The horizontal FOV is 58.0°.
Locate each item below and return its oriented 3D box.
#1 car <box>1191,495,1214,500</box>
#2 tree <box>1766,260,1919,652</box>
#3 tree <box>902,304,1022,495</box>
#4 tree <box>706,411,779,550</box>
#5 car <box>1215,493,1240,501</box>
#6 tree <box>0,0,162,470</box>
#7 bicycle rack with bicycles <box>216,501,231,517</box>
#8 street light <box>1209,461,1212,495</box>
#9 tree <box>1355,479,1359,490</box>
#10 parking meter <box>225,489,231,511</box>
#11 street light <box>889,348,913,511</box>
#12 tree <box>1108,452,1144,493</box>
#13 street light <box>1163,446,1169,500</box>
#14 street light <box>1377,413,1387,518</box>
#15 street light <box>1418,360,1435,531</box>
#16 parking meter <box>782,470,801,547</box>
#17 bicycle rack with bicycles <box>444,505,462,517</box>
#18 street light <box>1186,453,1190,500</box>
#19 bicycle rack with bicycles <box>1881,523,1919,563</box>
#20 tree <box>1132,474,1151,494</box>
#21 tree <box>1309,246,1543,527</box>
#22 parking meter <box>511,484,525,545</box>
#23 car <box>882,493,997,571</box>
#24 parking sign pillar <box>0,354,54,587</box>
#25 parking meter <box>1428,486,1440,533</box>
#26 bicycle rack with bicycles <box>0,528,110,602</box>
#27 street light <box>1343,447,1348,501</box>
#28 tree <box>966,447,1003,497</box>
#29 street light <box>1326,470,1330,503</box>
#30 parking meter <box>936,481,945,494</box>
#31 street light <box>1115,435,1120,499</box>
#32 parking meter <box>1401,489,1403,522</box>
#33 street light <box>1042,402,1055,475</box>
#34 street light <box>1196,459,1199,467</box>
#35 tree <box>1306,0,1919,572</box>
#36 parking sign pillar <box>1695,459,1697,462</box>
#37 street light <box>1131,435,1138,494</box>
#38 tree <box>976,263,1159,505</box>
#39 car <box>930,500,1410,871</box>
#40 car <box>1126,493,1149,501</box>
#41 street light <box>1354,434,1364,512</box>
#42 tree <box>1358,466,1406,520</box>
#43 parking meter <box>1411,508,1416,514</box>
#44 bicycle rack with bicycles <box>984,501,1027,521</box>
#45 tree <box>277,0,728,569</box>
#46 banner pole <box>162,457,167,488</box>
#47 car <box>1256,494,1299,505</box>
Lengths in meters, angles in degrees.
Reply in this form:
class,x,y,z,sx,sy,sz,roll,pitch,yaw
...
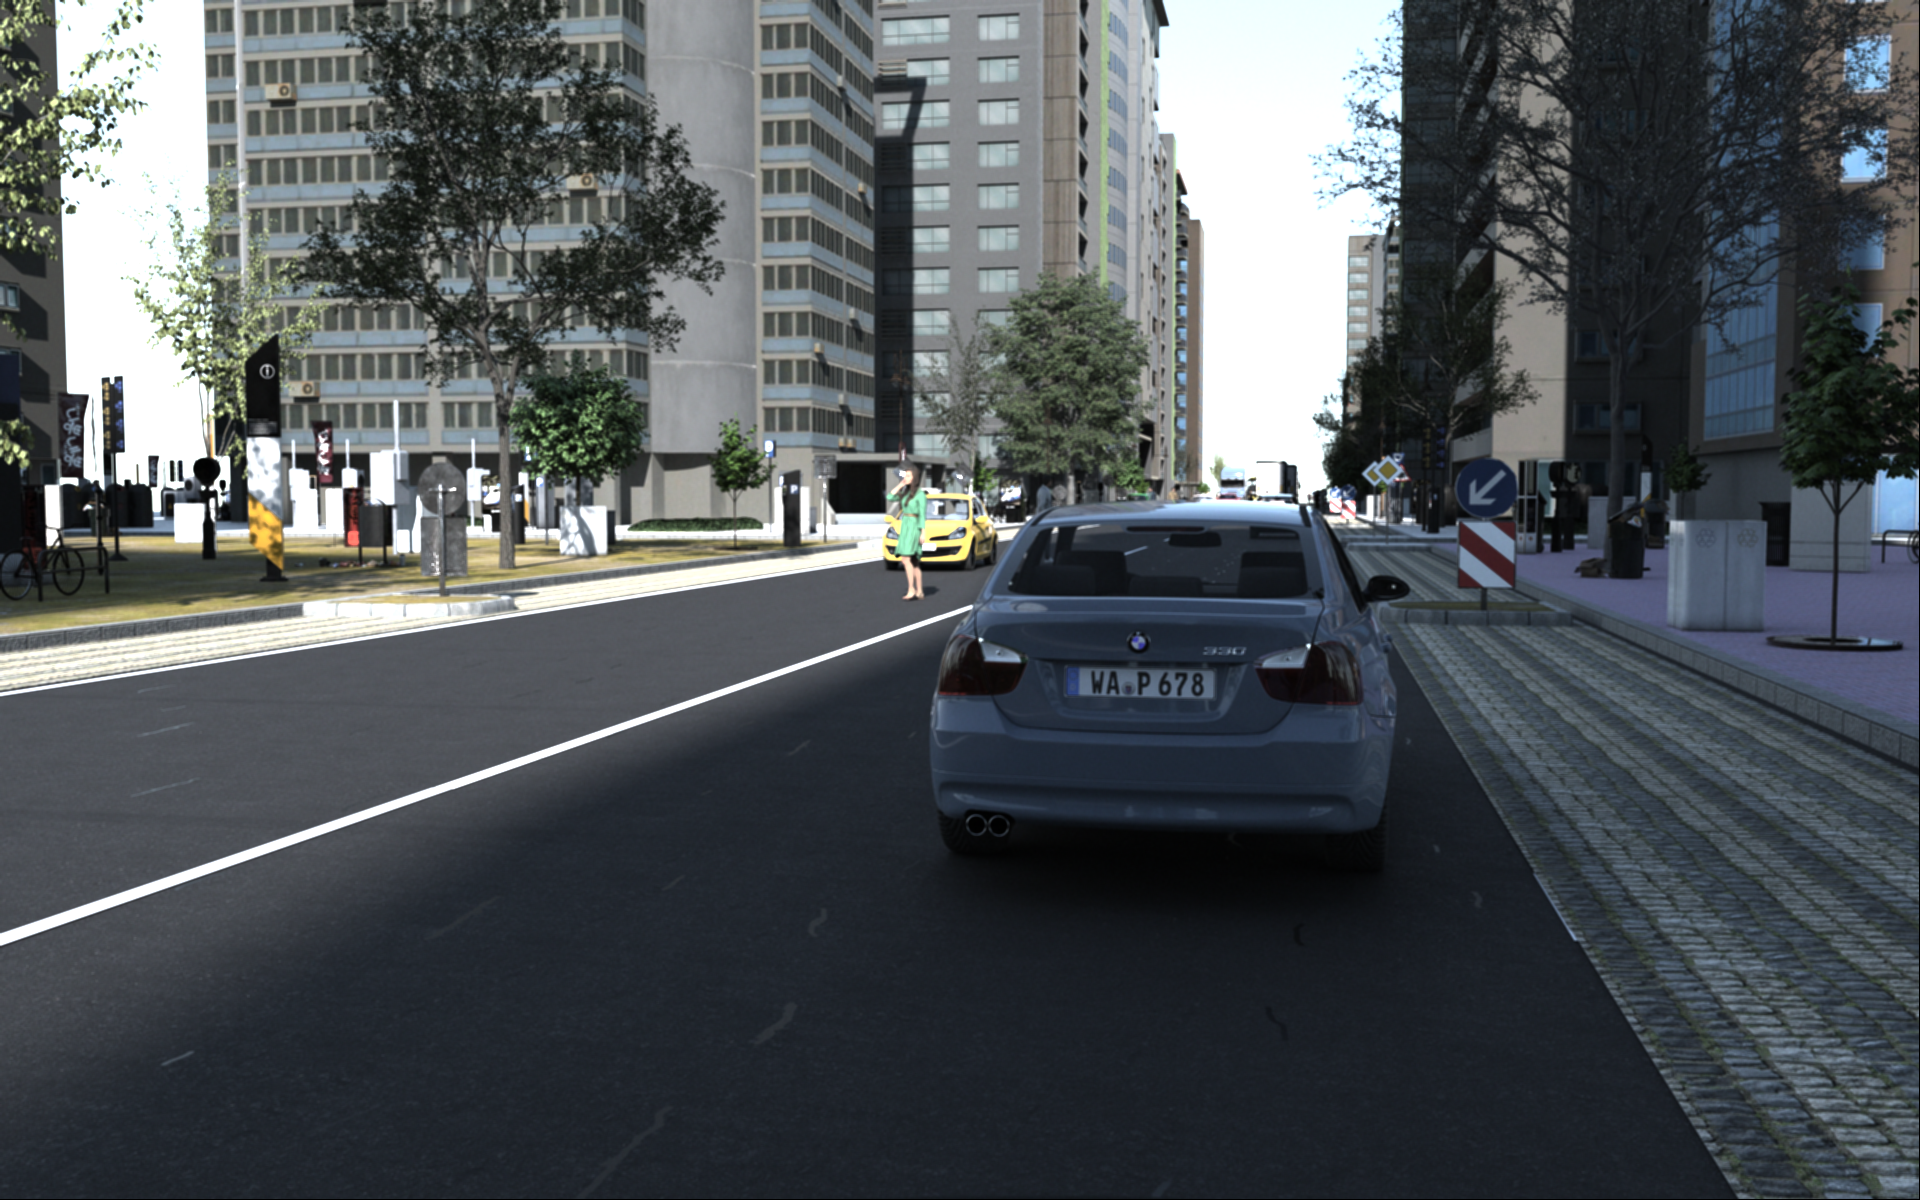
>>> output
class,x,y,z,sx,sy,sz,roll,pitch,yaw
car,16.280,-6.356,116.285,2.083,1.381,4.827,1,4,11
tree,7.273,-1.212,14.422,1.663,3.219,1.824,0,3,0
tree,0.187,-7.114,66.675,4.360,8.622,3.978,0,3,0
tree,-5.215,-2.775,39.976,1.663,3.219,1.824,0,3,0
car,23.002,-8.537,148.619,2.155,1.783,4.494,1,4,12
tree,-9.825,-4.000,15.762,4.737,8.622,4.395,0,3,0
bicycle rack with bicycles,-39.331,-4.782,91.572,2.925,0.926,2.852,-2,4,-25
street light,35.221,-16.567,243.658,0.468,5.910,1.993,1,4,11
tree,27.477,-7.509,117.371,1.663,3.219,1.824,0,3,0
parking meter,-39.673,-5.232,93.956,0.372,1.533,0.369,0,3,0
street light,-1.871,-5.031,55.039,0.468,5.910,1.993,1,4,11
tree,11.857,-8.673,125.509,4.285,4.588,4.351,0,3,0
street light,19.412,-11.659,163.419,0.468,5.910,1.993,1,4,11
street light,22.542,-7.331,92.650,0.468,5.910,1.993,1,4,11
street light,16.100,-5.329,59.914,0.468,5.910,1.993,1,4,11
parking meter,-4.063,-2.204,41.746,0.399,1.863,0.255,-2,4,-31
bicycle rack with bicycles,-17.977,-2.762,58.546,2.852,0.926,2.925,0,4,3
street light,25.756,-13.610,195.314,0.468,5.910,1.993,1,4,11
bicycle rack with bicycles,18.316,-1.120,31.693,2.852,0.926,2.925,0,4,-5
tree,14.798,-8.971,141.275,1.663,3.219,1.824,0,3,0
tree,18.257,-8.060,66.186,7.601,10.594,8.767,-3,4,-37
parking meter,-11.270,-2.181,44.072,0.372,1.533,0.369,0,3,0
car,-0.361,-1.438,33.733,2.015,1.641,3.980,1,4,10
parking sign pillar,-13.632,-2.198,24.404,1.447,3.967,1.447,-3,5,-40
parking meter,15.663,-2.988,57.266,0.372,1.533,0.369,0,3,0
bicycle rack with bicycles,-12.011,-0.485,21.319,2.852,0.926,2.925,0,4,-1
street light,37.122,-11.873,166.919,0.468,5.910,1.993,1,4,11
tree,0.659,-4.625,70.221,1.663,3.219,1.824,0,3,0
street light,59.689,-18.895,281.720,0.468,5.910,1.993,1,4,11
parking meter,-0.896,-4.468,78.766,0.399,1.863,0.255,1,4,18
street light,10.785,-8.961,119.303,0.468,5.910,1.993,1,4,11
parking meter,20.539,-4.442,81.044,0.372,1.533,0.369,0,3,0
street light,4.454,-7.010,87.406,0.468,5.910,1.993,1,4,11
street light,28.967,-14.615,211.746,0.468,5.910,1.993,1,4,11
tree,11.028,-7.234,28.650,12.009,13.543,11.850,0,3,0
parking sign pillar,29.874,-4.916,68.848,1.447,3.967,1.447,1,4,18
street light,13.210,-9.705,131.460,0.468,5.910,1.993,1,4,11
tree,5.986,-11.525,95.085,9.857,13.997,8.962,0,3,0
car,1.061,0.244,8.010,2.014,1.417,4.499,1,4,12
car,11.367,-6.249,110.968,1.959,1.807,4.718,1,4,11
street light,28.814,-9.292,124.716,0.468,5.910,1.993,1,4,11
tree,21.381,-5.648,86.948,1.663,3.219,1.824,0,3,0
parking meter,29.007,-6.409,110.504,0.255,1.863,0.399,3,5,45
bicycle rack with bicycles,1.751,-4.327,84.126,2.925,0.926,2.852,-2,4,-29
tree,-7.665,-5.832,29.766,8.767,10.594,7.601,1,4,15
banner pole,-53.109,-7.686,115.690,0.863,3.779,0.401,3,5,44
car,10.424,-2.882,56.914,2.009,1.686,4.222,1,4,11
